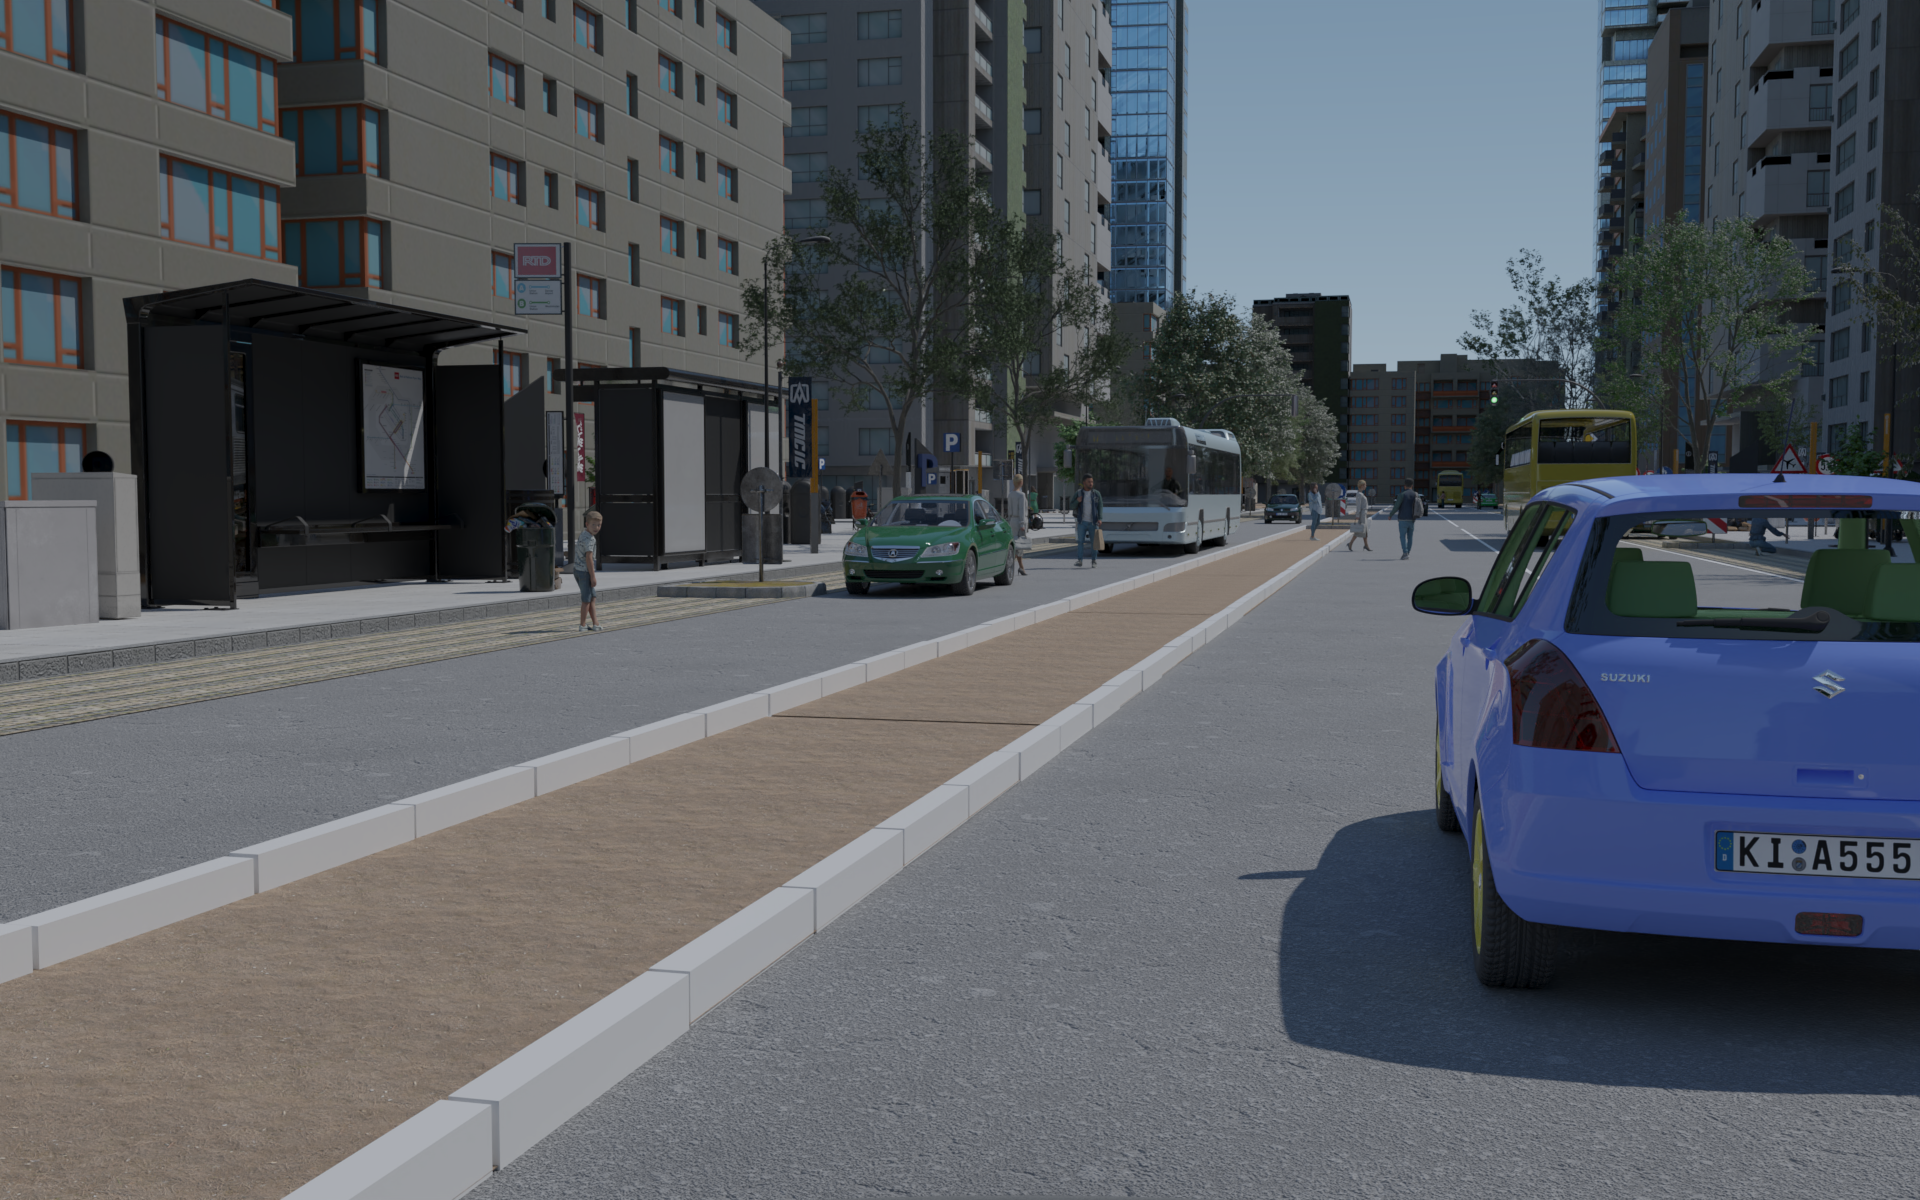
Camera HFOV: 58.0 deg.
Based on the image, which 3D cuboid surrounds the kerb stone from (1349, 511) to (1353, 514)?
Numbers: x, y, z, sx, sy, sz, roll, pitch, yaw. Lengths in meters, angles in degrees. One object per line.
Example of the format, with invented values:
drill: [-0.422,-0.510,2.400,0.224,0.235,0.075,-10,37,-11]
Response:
kerb stone: [28.426,-6.366,126.280,0.120,0.150,1.000,1,4,14]

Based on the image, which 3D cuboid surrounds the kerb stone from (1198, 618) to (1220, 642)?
kerb stone: [2.421,0.314,17.059,0.120,0.150,1.000,1,4,14]

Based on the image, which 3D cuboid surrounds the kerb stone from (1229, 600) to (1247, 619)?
kerb stone: [3.186,0.132,20.032,0.120,0.150,1.000,1,4,14]

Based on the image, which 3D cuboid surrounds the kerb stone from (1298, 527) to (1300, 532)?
kerb stone: [12.414,-2.570,64.216,0.120,0.150,1.000,1,4,14]

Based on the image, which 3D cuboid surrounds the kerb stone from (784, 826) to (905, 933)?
kerb stone: [-0.401,0.982,6.144,0.120,0.150,1.000,1,4,14]

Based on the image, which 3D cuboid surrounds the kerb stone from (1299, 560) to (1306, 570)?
kerb stone: [6.256,-0.597,31.955,0.120,0.150,1.000,1,4,14]

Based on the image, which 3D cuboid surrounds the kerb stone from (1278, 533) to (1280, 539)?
kerb stone: [9.850,-1.963,54.298,0.120,0.150,1.000,1,4,14]

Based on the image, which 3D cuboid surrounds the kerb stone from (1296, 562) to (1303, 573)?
kerb stone: [5.999,-0.536,30.962,0.120,0.150,1.000,1,4,14]

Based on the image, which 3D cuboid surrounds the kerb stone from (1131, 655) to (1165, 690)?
kerb stone: [1.398,0.557,13.086,0.120,0.150,1.000,1,4,14]

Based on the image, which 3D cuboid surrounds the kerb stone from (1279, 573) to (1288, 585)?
kerb stone: [4.978,-0.291,26.984,0.120,0.150,1.000,1,4,14]

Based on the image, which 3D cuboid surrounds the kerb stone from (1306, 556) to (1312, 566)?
kerb stone: [6.770,-0.717,33.945,0.120,0.150,1.000,1,4,14]

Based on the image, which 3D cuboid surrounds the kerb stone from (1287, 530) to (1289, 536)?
kerb stone: [10.879,-2.206,58.257,0.120,0.150,1.000,1,4,14]

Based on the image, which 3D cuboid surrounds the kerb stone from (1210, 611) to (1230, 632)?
kerb stone: [2.673,0.253,18.052,0.120,0.150,1.000,1,4,14]

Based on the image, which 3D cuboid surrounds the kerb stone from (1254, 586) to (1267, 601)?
kerb stone: [3.950,-0.050,23.020,0.120,0.150,1.000,1,4,14]

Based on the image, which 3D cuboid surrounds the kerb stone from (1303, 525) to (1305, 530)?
kerb stone: [13.180,-2.747,67.192,0.120,0.150,1.000,1,4,14]

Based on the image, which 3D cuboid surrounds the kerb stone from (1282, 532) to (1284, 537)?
kerb stone: [10.361,-2.085,56.277,0.120,0.150,1.000,1,4,14]

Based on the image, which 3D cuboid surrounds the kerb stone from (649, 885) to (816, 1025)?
kerb stone: [-0.659,1.042,5.155,0.120,0.150,1.000,1,4,14]

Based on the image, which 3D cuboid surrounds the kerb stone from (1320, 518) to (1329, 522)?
kerb stone: [18.436,-4.000,87.597,0.120,0.150,1.000,1,4,14]

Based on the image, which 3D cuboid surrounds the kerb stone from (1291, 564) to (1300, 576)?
kerb stone: [5.745,-0.475,29.962,0.120,0.150,1.000,1,4,14]

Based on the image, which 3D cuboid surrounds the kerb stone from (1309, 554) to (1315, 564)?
kerb stone: [7.029,-0.778,34.937,0.120,0.150,1.000,1,4,14]

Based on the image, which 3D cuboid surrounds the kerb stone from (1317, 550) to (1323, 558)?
kerb stone: [7.798,-0.957,37.921,0.120,0.150,1.000,1,4,14]

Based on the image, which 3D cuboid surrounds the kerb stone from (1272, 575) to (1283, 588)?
kerb stone: [4.719,-0.232,25.995,0.120,0.150,1.000,1,4,14]

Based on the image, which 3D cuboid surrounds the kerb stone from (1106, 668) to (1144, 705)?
kerb stone: [1.135,0.618,12.098,0.120,0.150,1.000,1,4,14]

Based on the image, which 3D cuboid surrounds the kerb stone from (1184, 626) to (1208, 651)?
kerb stone: [2.159,0.375,16.071,0.120,0.150,1.000,1,4,14]

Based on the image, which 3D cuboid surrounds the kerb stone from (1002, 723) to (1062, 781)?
kerb stone: [0.370,0.802,9.119,0.120,0.150,1.000,1,4,14]

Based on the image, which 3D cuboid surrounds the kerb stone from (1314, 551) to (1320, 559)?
kerb stone: [7.536,-0.892,36.917,0.120,0.150,1.000,1,4,14]

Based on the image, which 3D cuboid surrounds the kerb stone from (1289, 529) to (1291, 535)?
kerb stone: [11.133,-2.267,59.254,0.120,0.150,1.000,1,4,14]

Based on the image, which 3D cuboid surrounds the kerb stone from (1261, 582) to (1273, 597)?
kerb stone: [4.210,-0.110,24.009,0.120,0.150,1.000,1,4,14]

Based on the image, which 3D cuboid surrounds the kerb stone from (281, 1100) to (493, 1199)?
kerb stone: [-1.167,1.163,3.174,0.120,0.150,1.000,1,4,14]

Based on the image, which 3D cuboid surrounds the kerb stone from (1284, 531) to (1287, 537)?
kerb stone: [10.618,-2.145,57.269,0.120,0.150,1.000,1,4,14]

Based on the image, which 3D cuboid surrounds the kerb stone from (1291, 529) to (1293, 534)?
kerb stone: [11.387,-2.318,60.250,0.120,0.150,1.000,1,4,14]

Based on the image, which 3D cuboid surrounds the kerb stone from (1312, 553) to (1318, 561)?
kerb stone: [7.284,-0.839,35.926,0.120,0.150,1.000,1,4,14]

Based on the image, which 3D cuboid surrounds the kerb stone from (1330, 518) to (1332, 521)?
kerb stone: [19.220,-4.181,90.566,0.120,0.150,1.000,1,4,14]

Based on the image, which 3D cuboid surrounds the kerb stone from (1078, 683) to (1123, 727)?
kerb stone: [0.887,0.681,11.107,0.120,0.150,1.000,1,4,14]

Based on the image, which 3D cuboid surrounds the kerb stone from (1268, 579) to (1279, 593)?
kerb stone: [4.467,-0.171,24.998,0.120,0.150,1.000,1,4,14]

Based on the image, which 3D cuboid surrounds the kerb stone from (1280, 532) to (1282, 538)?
kerb stone: [10.109,-2.022,55.287,0.120,0.150,1.000,1,4,14]

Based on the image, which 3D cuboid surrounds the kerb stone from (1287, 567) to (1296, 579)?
kerb stone: [5.489,-0.407,28.964,0.120,0.150,1.000,1,4,14]

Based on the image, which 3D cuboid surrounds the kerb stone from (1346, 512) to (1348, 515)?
kerb stone: [25.360,-5.637,114.381,0.120,0.150,1.000,1,4,14]

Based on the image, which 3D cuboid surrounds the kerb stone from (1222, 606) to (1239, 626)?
kerb stone: [2.934,0.196,19.041,0.120,0.150,1.000,1,4,14]

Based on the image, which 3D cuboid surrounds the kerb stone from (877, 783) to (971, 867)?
kerb stone: [-0.146,0.921,7.141,0.120,0.150,1.000,1,4,14]

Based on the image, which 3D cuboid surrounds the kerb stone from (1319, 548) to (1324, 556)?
kerb stone: [8.045,-1.017,38.913,0.120,0.150,1.000,1,4,14]

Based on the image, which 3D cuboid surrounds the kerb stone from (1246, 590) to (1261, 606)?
kerb stone: [3.695,0.010,22.030,0.120,0.150,1.000,1,4,14]

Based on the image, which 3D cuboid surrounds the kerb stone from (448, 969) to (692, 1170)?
kerb stone: [-0.907,1.103,4.162,0.120,0.150,1.000,1,4,14]

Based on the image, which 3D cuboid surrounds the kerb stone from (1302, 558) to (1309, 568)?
kerb stone: [6.508,-0.658,32.948,0.120,0.150,1.000,1,4,14]

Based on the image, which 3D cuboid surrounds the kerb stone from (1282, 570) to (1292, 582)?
kerb stone: [5.232,-0.353,27.974,0.120,0.150,1.000,1,4,14]

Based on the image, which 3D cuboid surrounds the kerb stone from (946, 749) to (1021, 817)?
kerb stone: [0.108,0.860,8.131,0.120,0.150,1.000,1,4,14]

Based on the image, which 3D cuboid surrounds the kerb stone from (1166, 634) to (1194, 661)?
kerb stone: [1.898,0.435,15.083,0.120,0.150,1.000,1,4,14]

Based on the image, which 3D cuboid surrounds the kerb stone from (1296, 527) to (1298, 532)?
kerb stone: [12.161,-2.509,63.225,0.120,0.150,1.000,1,4,14]

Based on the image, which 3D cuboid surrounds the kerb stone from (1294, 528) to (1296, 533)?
kerb stone: [11.900,-2.449,62.236,0.120,0.150,1.000,1,4,14]

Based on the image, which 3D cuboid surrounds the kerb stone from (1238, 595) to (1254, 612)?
kerb stone: [3.438,0.071,21.029,0.120,0.150,1.000,1,4,14]

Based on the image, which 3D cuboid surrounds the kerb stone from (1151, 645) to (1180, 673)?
kerb stone: [1.644,0.501,14.078,0.120,0.150,1.000,1,4,14]

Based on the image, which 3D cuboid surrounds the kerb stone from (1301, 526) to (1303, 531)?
kerb stone: [12.927,-2.688,66.201,0.120,0.150,1.000,1,4,14]

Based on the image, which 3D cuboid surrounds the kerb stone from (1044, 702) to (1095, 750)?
kerb stone: [0.624,0.743,10.114,0.120,0.150,1.000,1,4,14]
